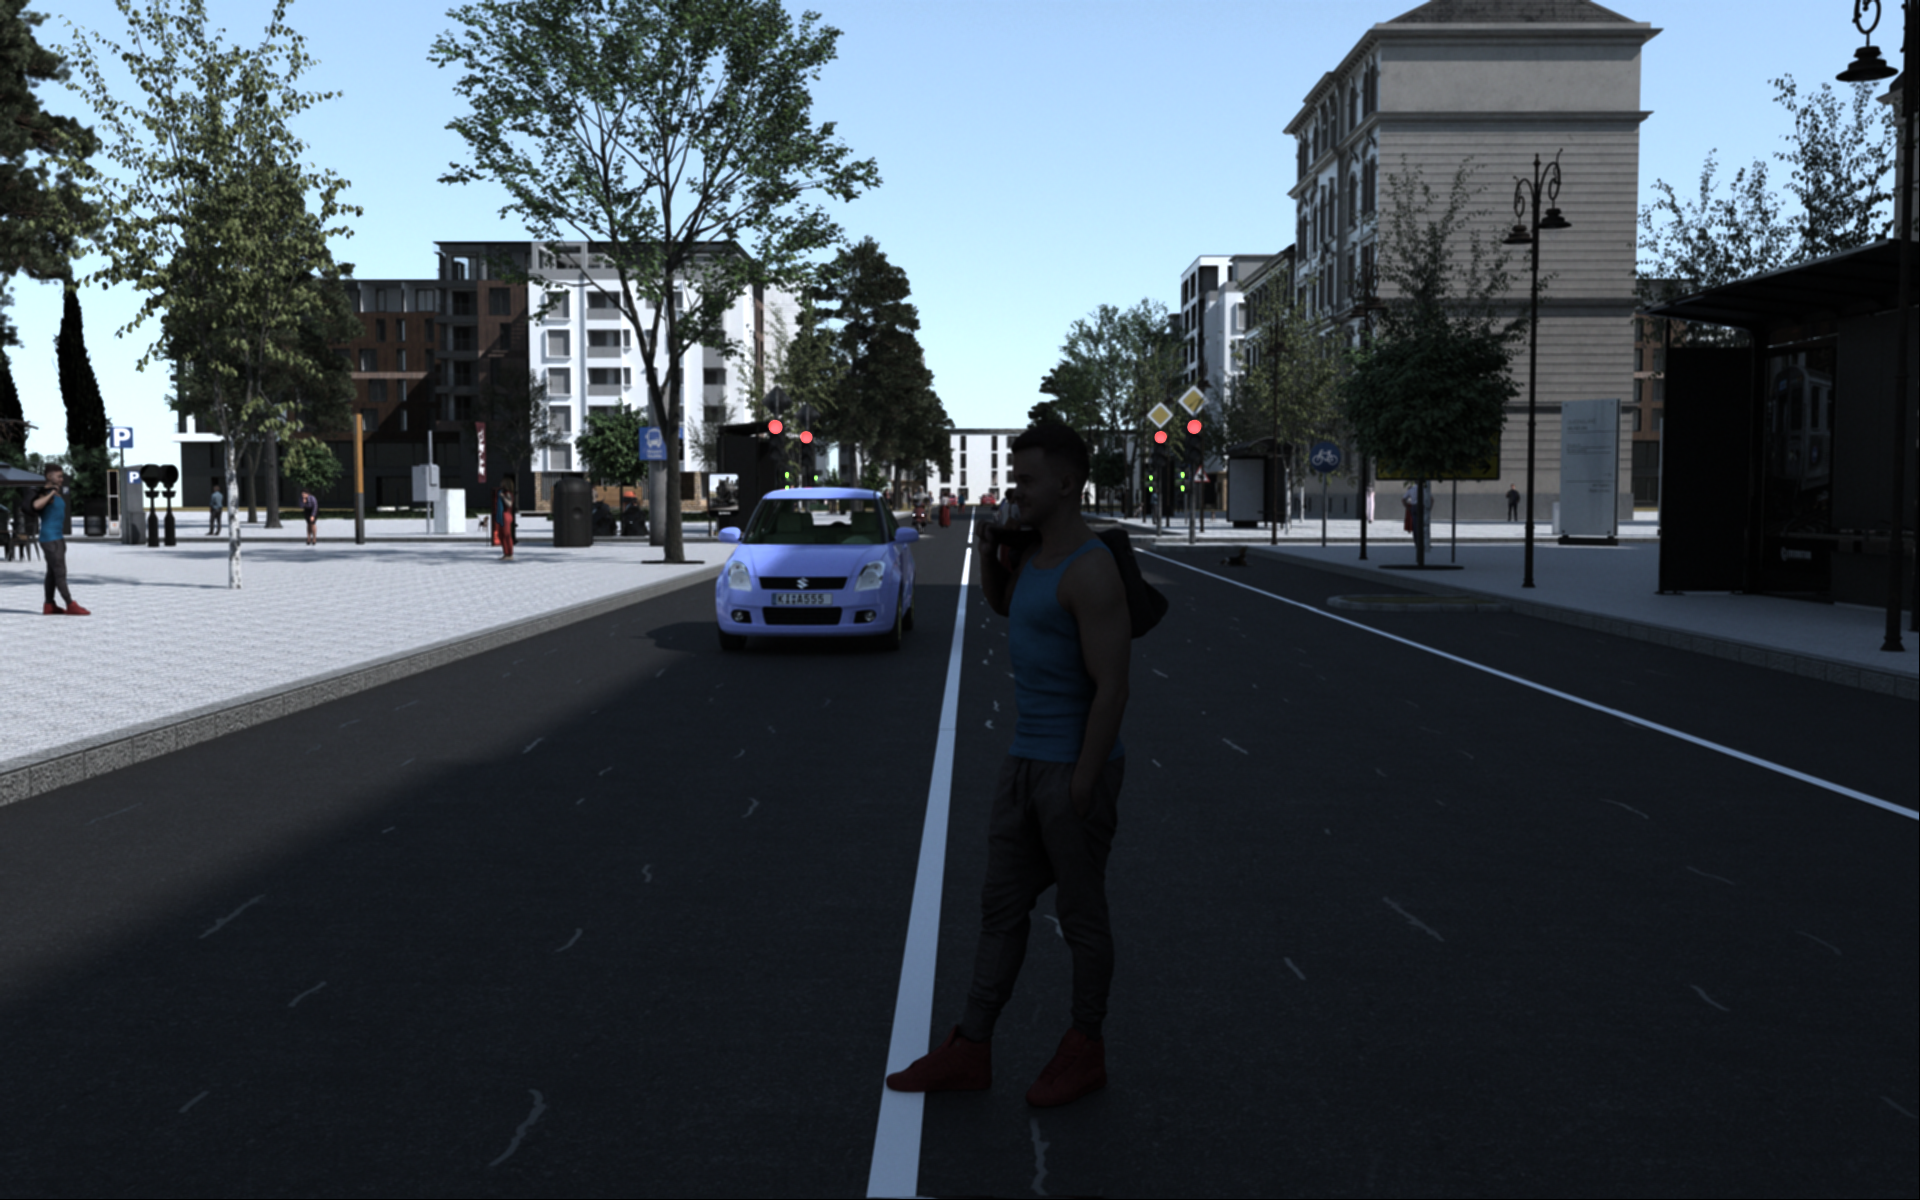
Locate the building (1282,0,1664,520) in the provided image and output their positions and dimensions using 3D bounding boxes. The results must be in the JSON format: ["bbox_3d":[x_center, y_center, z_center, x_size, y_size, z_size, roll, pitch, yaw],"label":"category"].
[{"bbox_3d":[26.553,-18.825,95.177,14.401,28.519,23.554,0,4,1],"label":"building"}]

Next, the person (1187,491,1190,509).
[{"bbox_3d":[16.163,-6.968,122.513,0.613,1.512,0.480,-1,4,-19],"label":"person"}]

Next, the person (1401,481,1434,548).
[{"bbox_3d":[11.018,-2.115,41.563,0.756,1.711,0.436,3,4,36],"label":"person"}]

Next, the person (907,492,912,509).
[{"bbox_3d":[-4.307,-8.568,149.360,0.599,1.433,0.991,-2,4,-32],"label":"person"}]

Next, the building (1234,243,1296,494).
[{"bbox_3d":[25.164,-15.427,116.858,10.561,19.102,19.286,0,4,1],"label":"building"}]

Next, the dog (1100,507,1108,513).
[{"bbox_3d":[10.055,-6.276,120.355,0.748,0.427,0.550,1,4,12],"label":"dog"}]

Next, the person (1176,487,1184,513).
[{"bbox_3d":[14.840,-6.738,116.732,0.617,1.759,0.750,0,4,-1],"label":"person"}]

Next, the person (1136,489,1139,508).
[{"bbox_3d":[16.724,-9.620,164.049,0.721,1.735,1.217,0,4,8],"label":"person"}]

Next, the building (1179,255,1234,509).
[{"bbox_3d":[34.577,-19.608,164.569,27.936,21.610,32.646,0,4,1],"label":"building"}]

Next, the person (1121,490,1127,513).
[{"bbox_3d":[10.893,-6.531,115.091,0.388,1.546,0.482,1,4,13],"label":"person"}]

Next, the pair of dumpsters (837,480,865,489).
[{"bbox_3d":[-6.756,-6.380,106.806,1.574,2.255,4.436,0,4,1],"label":"pair of dumpsters"}]

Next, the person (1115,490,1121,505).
[{"bbox_3d":[18.717,-11.997,202.980,1.217,1.735,0.721,-1,4,-12],"label":"person"}]

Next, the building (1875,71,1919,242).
[{"bbox_3d":[39.632,-13.212,66.931,40.483,20.767,10.553,0,4,1],"label":"building"}]

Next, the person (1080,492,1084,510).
[{"bbox_3d":[9.986,-8.233,141.379,0.721,1.743,1.217,1,4,18],"label":"person"}]

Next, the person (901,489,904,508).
[{"bbox_3d":[-5.323,-9.065,154.777,0.721,1.766,1.217,2,4,31],"label":"person"}]

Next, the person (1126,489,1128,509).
[{"bbox_3d":[14.588,-8.777,150.251,0.721,1.736,1.217,-2,4,-28],"label":"person"}]

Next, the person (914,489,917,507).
[{"bbox_3d":[-4.474,-10.395,176.561,0.434,1.755,0.990,-2,4,-29],"label":"person"}]

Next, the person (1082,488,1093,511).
[{"bbox_3d":[9.532,-7.627,131.261,1.217,1.766,0.721,2,4,30],"label":"person"}]

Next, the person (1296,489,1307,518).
[{"bbox_3d":[18.226,-5.156,92.558,0.590,1.554,0.614,-3,5,-40],"label":"person"}]

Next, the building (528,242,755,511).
[{"bbox_3d":[-24.027,-17.007,134.489,16.016,20.091,11.380,0,4,1],"label":"building"}]

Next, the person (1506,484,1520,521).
[{"bbox_3d":[26.286,-4.636,82.380,0.617,1.759,0.750,1,4,22],"label":"person"}]

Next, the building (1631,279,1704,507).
[{"bbox_3d":[54.173,-20.454,178.400,32.646,21.610,27.936,0,4,1],"label":"building"}]

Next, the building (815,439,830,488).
[{"bbox_3d":[-31.377,-17.496,228.201,28.070,9.664,9.099,0,4,1],"label":"building"}]

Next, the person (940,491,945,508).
[{"bbox_3d":[-1.680,-9.863,170.213,0.568,1.767,0.683,0,4,-4],"label":"person"}]

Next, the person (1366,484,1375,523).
[{"bbox_3d":[17.917,-4.231,75.893,0.551,1.740,0.621,-1,4,-10],"label":"person"}]

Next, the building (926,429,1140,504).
[{"bbox_3d":[9.438,-17.376,226.237,28.070,9.664,9.099,0,4,1],"label":"building"}]

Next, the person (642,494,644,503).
[{"bbox_3d":[-21.072,-6.451,114.065,0.480,1.512,0.613,-1,4,-12],"label":"person"}]

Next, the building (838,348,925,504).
[{"bbox_3d":[-10.247,-22.869,230.333,11.380,20.091,16.016,0,4,1],"label":"building"}]

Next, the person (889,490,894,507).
[{"bbox_3d":[-6.613,-10.145,172.705,1.217,1.735,0.721,-1,4,-18],"label":"person"}]

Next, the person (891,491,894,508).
[{"bbox_3d":[-6.225,-9.461,162.204,0.593,1.643,0.415,-3,5,-45],"label":"person"}]

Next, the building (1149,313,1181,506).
[{"bbox_3d":[28.584,-20.205,186.769,16.016,20.091,11.380,0,4,1],"label":"building"}]

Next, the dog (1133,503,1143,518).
[{"bbox_3d":[9.369,-4.741,91.899,0.513,0.831,0.800,-2,4,-35],"label":"dog"}]

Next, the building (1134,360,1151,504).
[{"bbox_3d":[39.574,-22.221,229.763,31.486,18.905,16.747,0,4,1],"label":"building"}]

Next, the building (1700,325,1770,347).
[{"bbox_3d":[76.674,-20.025,183.821,11.380,20.091,16.016,0,4,1],"label":"building"}]

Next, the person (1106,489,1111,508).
[{"bbox_3d":[13.292,-9.115,155.789,0.721,1.743,1.217,0,4,-7],"label":"person"}]

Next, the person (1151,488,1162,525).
[{"bbox_3d":[8.203,-3.935,72.594,0.429,1.552,0.499,2,4,30],"label":"person"}]

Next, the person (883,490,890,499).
[{"bbox_3d":[-8.106,-10.948,185.867,1.217,1.723,0.721,0,4,-2],"label":"person"}]

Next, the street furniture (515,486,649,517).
[{"bbox_3d":[-19.946,-5.695,99.973,9.812,1.723,11.010,1,4,22],"label":"street furniture"}]

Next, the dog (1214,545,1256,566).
[{"bbox_3d":[5.491,-0.880,34.576,0.550,0.427,0.748,-3,4,-38],"label":"dog"}]

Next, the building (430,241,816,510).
[{"bbox_3d":[-28.457,-19.112,156.455,27.936,21.610,32.646,0,4,1],"label":"building"}]

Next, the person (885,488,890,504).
[{"bbox_3d":[-5.606,-7.877,135.545,0.721,1.743,1.217,-1,4,-12],"label":"person"}]

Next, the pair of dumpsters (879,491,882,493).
[{"bbox_3d":[-6.216,-7.112,118.768,1.574,2.255,4.436,0,4,0],"label":"pair of dumpsters"}]

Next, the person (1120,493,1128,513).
[{"bbox_3d":[11.179,-6.765,118.607,0.435,1.587,0.963,2,4,34],"label":"person"}]

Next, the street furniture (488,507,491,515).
[{"bbox_3d":[-32.530,-5.625,107.595,10.072,0.657,5.734,-3,4,-37],"label":"street furniture"}]

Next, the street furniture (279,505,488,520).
[{"bbox_3d":[-29.930,-4.463,88.590,10.072,0.657,5.734,-2,4,-25],"label":"street furniture"}]

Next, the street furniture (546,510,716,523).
[{"bbox_3d":[-14.433,-4.047,81.797,10.072,0.657,5.734,2,4,35],"label":"street furniture"}]

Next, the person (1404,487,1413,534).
[{"bbox_3d":[14.718,-2.924,56.323,0.523,1.526,0.387,1,4,13],"label":"person"}]

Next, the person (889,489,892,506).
[{"bbox_3d":[-7.587,-11.167,188.603,0.705,1.826,1.348,-3,5,-39],"label":"person"}]

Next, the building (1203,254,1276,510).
[{"bbox_3d":[28.257,-17.479,142.206,16.016,20.091,11.380,0,4,1],"label":"building"}]

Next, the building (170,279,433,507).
[{"bbox_3d":[-60.556,-20.489,178.967,32.646,21.610,27.936,0,4,1],"label":"building"}]
